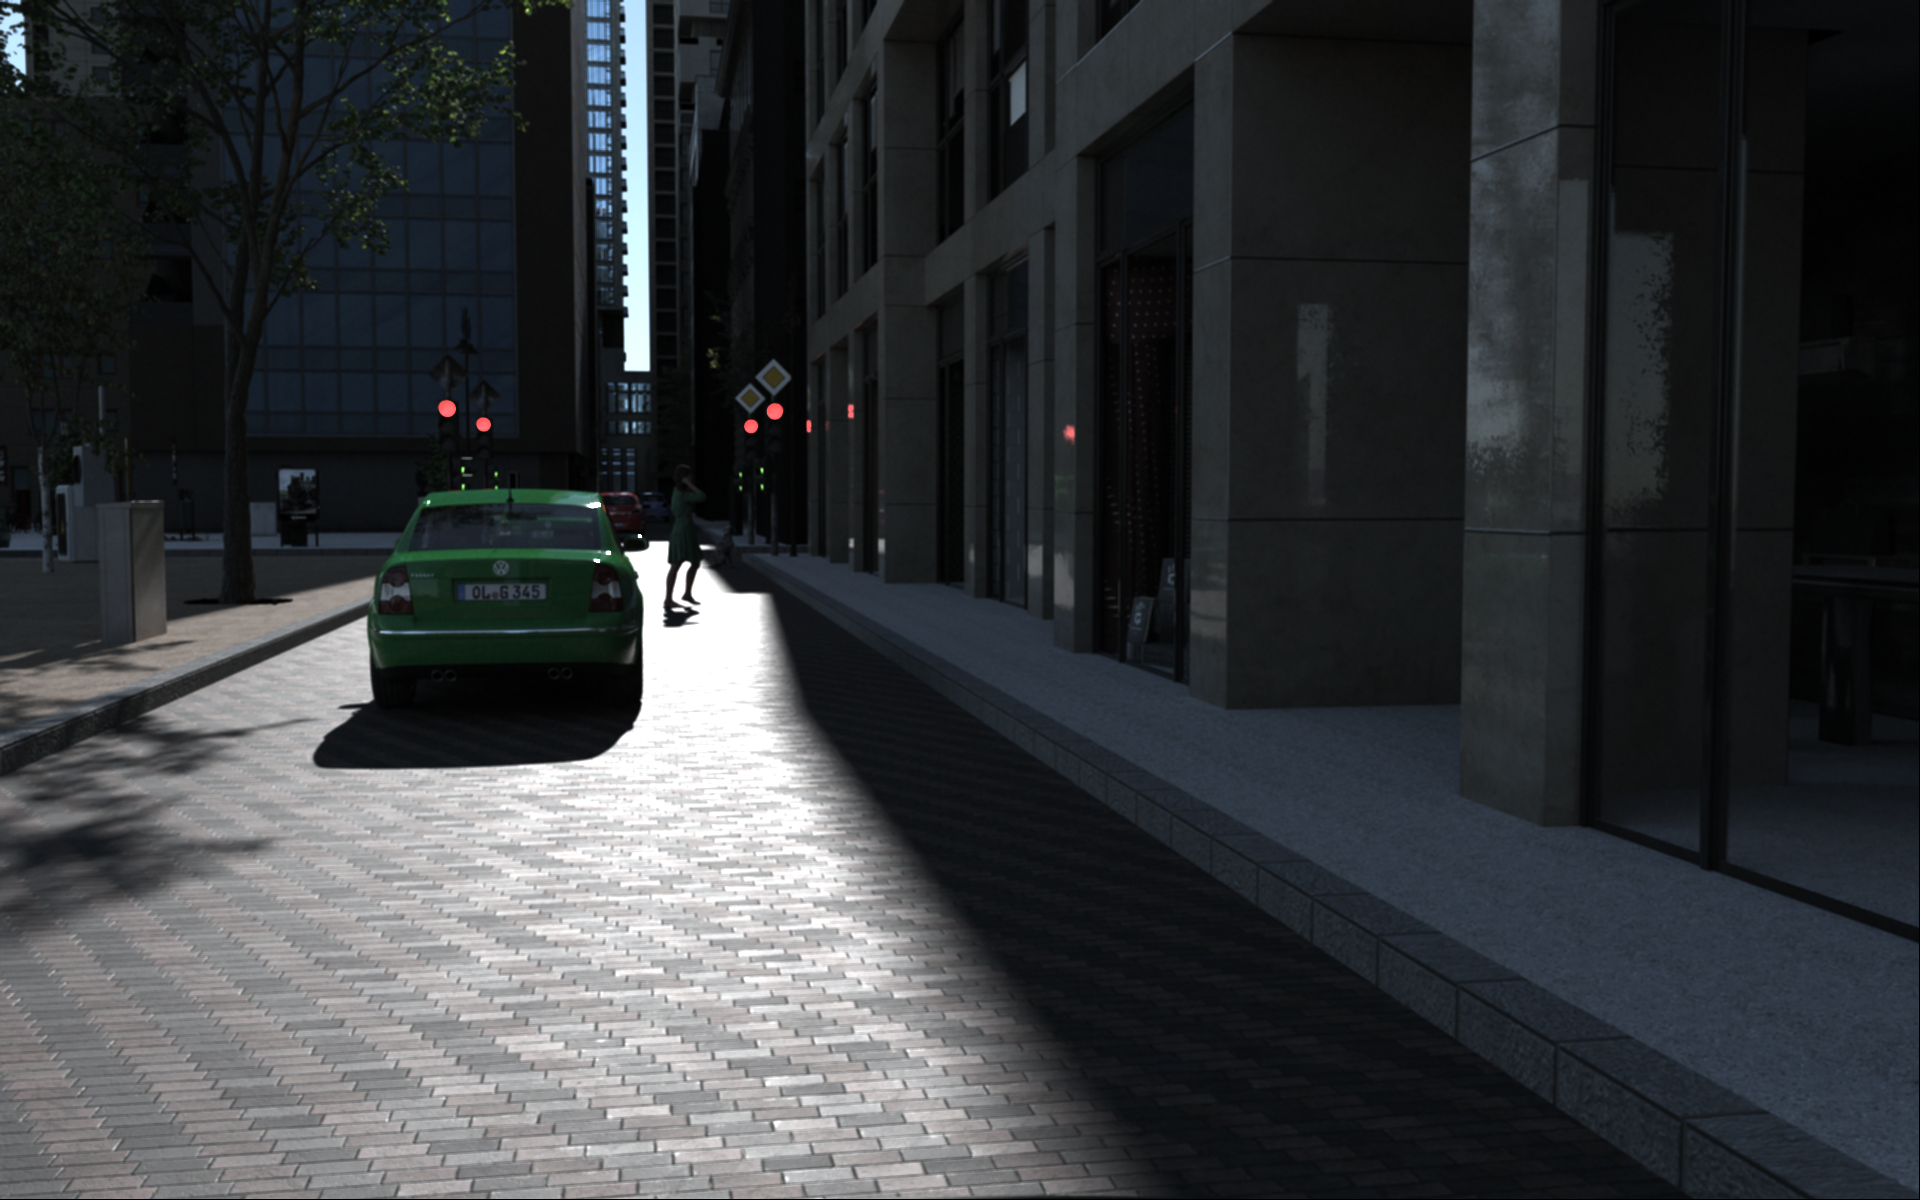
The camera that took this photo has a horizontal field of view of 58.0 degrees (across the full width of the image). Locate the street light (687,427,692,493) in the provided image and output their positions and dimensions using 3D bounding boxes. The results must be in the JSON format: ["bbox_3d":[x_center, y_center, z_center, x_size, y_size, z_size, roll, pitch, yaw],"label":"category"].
[{"bbox_3d":[-18.284,-8.850,117.482,0.468,5.910,1.993,-1,4,-10],"label":"street light"}]

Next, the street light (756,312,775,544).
[{"bbox_3d":[-4.920,-4.372,44.266,0.468,5.910,1.993,-1,4,-10],"label":"street light"}]

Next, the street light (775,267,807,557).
[{"bbox_3d":[-3.423,-3.833,35.454,0.468,5.910,1.993,-1,4,-10],"label":"street light"}]

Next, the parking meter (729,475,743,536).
[{"bbox_3d":[-6.925,-2.930,53.611,0.255,1.863,0.399,3,4,37],"label":"parking meter"}]

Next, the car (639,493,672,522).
[{"bbox_3d":[-15.815,-4.864,89.119,1.945,1.707,3.694,-1,4,-9],"label":"car"}]

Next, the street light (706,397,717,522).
[{"bbox_3d":[-11.559,-6.599,80.684,0.468,5.910,1.993,-1,4,-10],"label":"street light"}]

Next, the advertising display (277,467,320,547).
[{"bbox_3d":[-16.059,-2.253,42.049,0.974,1.923,0.123,0,4,0],"label":"advertising display"}]

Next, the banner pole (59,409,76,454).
[{"bbox_3d":[-26.224,-3.735,51.090,0.401,3.779,0.863,1,4,14],"label":"banner pole"}]

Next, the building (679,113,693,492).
[{"bbox_3d":[-14.836,-22.268,135.791,14.160,30.474,14.107,-1,4,-10],"label":"building"}]

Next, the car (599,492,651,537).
[{"bbox_3d":[-10.795,-2.772,54.367,2.155,1.783,4.494,-1,4,-10],"label":"car"}]

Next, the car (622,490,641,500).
[{"bbox_3d":[-31.981,-9.740,167.917,2.281,1.827,5.304,-1,4,-8],"label":"car"}]

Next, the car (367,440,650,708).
[{"bbox_3d":[-3.325,-0.262,13.086,1.959,1.807,4.718,-1,4,-11],"label":"car"}]

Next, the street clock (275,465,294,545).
[{"bbox_3d":[-17.003,-2.396,43.739,0.471,2.002,0.358,1,4,19],"label":"street clock"}]

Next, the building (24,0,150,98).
[{"bbox_3d":[-92.807,-46.503,198.569,20.611,71.187,20.563,-1,4,-10],"label":"building"}]

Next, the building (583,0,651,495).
[{"bbox_3d":[-52.819,-54.589,205.198,31.000,86.520,22.319,-1,4,-10],"label":"building"}]

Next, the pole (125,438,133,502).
[{"bbox_3d":[-30.492,-4.265,63.576,0.158,3.312,0.155,0,3,0],"label":"pole"}]

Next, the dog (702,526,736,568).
[{"bbox_3d":[-4.727,-1.027,33.632,0.800,0.831,0.513,-1,4,-12],"label":"dog"}]

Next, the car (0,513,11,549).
[{"bbox_3d":[-22.989,-1.533,36.866,4.920,1.459,2.131,-1,4,-10],"label":"car"}]

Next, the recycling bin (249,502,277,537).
[{"bbox_3d":[-21.250,-2.457,52.733,0.722,1.027,0.722,-2,4,-30],"label":"recycling bin"}]

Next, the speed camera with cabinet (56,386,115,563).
[{"bbox_3d":[-16.264,-2.314,32.165,0.660,3.252,2.038,-3,5,-39],"label":"speed camera with cabinet"}]

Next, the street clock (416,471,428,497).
[{"bbox_3d":[-16.566,-2.985,53.383,0.358,2.002,0.471,-3,5,-39],"label":"street clock"}]

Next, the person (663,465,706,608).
[{"bbox_3d":[-3.523,-0.806,21.932,0.529,1.795,0.600,-2,4,-25],"label":"person"}]

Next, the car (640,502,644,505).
[{"bbox_3d":[-15.660,-4.162,79.845,2.131,1.459,4.920,-1,4,-11],"label":"car"}]

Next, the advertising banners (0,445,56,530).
[{"bbox_3d":[-33.826,-4.061,62.579,2.074,3.025,0.090,-3,5,-43],"label":"advertising banners"}]

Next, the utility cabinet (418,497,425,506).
[{"bbox_3d":[-13.521,-2.032,44.385,0.306,1.237,1.020,1,4,9],"label":"utility cabinet"}]

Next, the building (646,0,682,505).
[{"bbox_3d":[-27.401,-47.209,210.116,20.611,71.187,20.563,-1,4,-10],"label":"building"}]

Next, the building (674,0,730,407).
[{"bbox_3d":[-11.995,-34.746,157.334,28.713,52.752,27.495,-1,4,-10],"label":"building"}]

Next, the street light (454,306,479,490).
[{"bbox_3d":[-12.162,-4.282,42.797,0.468,5.910,1.993,-1,4,-10],"label":"street light"}]

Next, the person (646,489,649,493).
[{"bbox_3d":[-26.486,-8.462,146.833,0.705,1.826,1.348,2,4,24],"label":"person"}]

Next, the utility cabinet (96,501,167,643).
[{"bbox_3d":[-7.357,-0.259,15.393,0.306,1.237,1.020,-1,4,-10],"label":"utility cabinet"}]

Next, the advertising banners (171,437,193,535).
[{"bbox_3d":[-24.481,-3.566,54.495,0.090,3.025,2.074,-1,4,-8],"label":"advertising banners"}]
